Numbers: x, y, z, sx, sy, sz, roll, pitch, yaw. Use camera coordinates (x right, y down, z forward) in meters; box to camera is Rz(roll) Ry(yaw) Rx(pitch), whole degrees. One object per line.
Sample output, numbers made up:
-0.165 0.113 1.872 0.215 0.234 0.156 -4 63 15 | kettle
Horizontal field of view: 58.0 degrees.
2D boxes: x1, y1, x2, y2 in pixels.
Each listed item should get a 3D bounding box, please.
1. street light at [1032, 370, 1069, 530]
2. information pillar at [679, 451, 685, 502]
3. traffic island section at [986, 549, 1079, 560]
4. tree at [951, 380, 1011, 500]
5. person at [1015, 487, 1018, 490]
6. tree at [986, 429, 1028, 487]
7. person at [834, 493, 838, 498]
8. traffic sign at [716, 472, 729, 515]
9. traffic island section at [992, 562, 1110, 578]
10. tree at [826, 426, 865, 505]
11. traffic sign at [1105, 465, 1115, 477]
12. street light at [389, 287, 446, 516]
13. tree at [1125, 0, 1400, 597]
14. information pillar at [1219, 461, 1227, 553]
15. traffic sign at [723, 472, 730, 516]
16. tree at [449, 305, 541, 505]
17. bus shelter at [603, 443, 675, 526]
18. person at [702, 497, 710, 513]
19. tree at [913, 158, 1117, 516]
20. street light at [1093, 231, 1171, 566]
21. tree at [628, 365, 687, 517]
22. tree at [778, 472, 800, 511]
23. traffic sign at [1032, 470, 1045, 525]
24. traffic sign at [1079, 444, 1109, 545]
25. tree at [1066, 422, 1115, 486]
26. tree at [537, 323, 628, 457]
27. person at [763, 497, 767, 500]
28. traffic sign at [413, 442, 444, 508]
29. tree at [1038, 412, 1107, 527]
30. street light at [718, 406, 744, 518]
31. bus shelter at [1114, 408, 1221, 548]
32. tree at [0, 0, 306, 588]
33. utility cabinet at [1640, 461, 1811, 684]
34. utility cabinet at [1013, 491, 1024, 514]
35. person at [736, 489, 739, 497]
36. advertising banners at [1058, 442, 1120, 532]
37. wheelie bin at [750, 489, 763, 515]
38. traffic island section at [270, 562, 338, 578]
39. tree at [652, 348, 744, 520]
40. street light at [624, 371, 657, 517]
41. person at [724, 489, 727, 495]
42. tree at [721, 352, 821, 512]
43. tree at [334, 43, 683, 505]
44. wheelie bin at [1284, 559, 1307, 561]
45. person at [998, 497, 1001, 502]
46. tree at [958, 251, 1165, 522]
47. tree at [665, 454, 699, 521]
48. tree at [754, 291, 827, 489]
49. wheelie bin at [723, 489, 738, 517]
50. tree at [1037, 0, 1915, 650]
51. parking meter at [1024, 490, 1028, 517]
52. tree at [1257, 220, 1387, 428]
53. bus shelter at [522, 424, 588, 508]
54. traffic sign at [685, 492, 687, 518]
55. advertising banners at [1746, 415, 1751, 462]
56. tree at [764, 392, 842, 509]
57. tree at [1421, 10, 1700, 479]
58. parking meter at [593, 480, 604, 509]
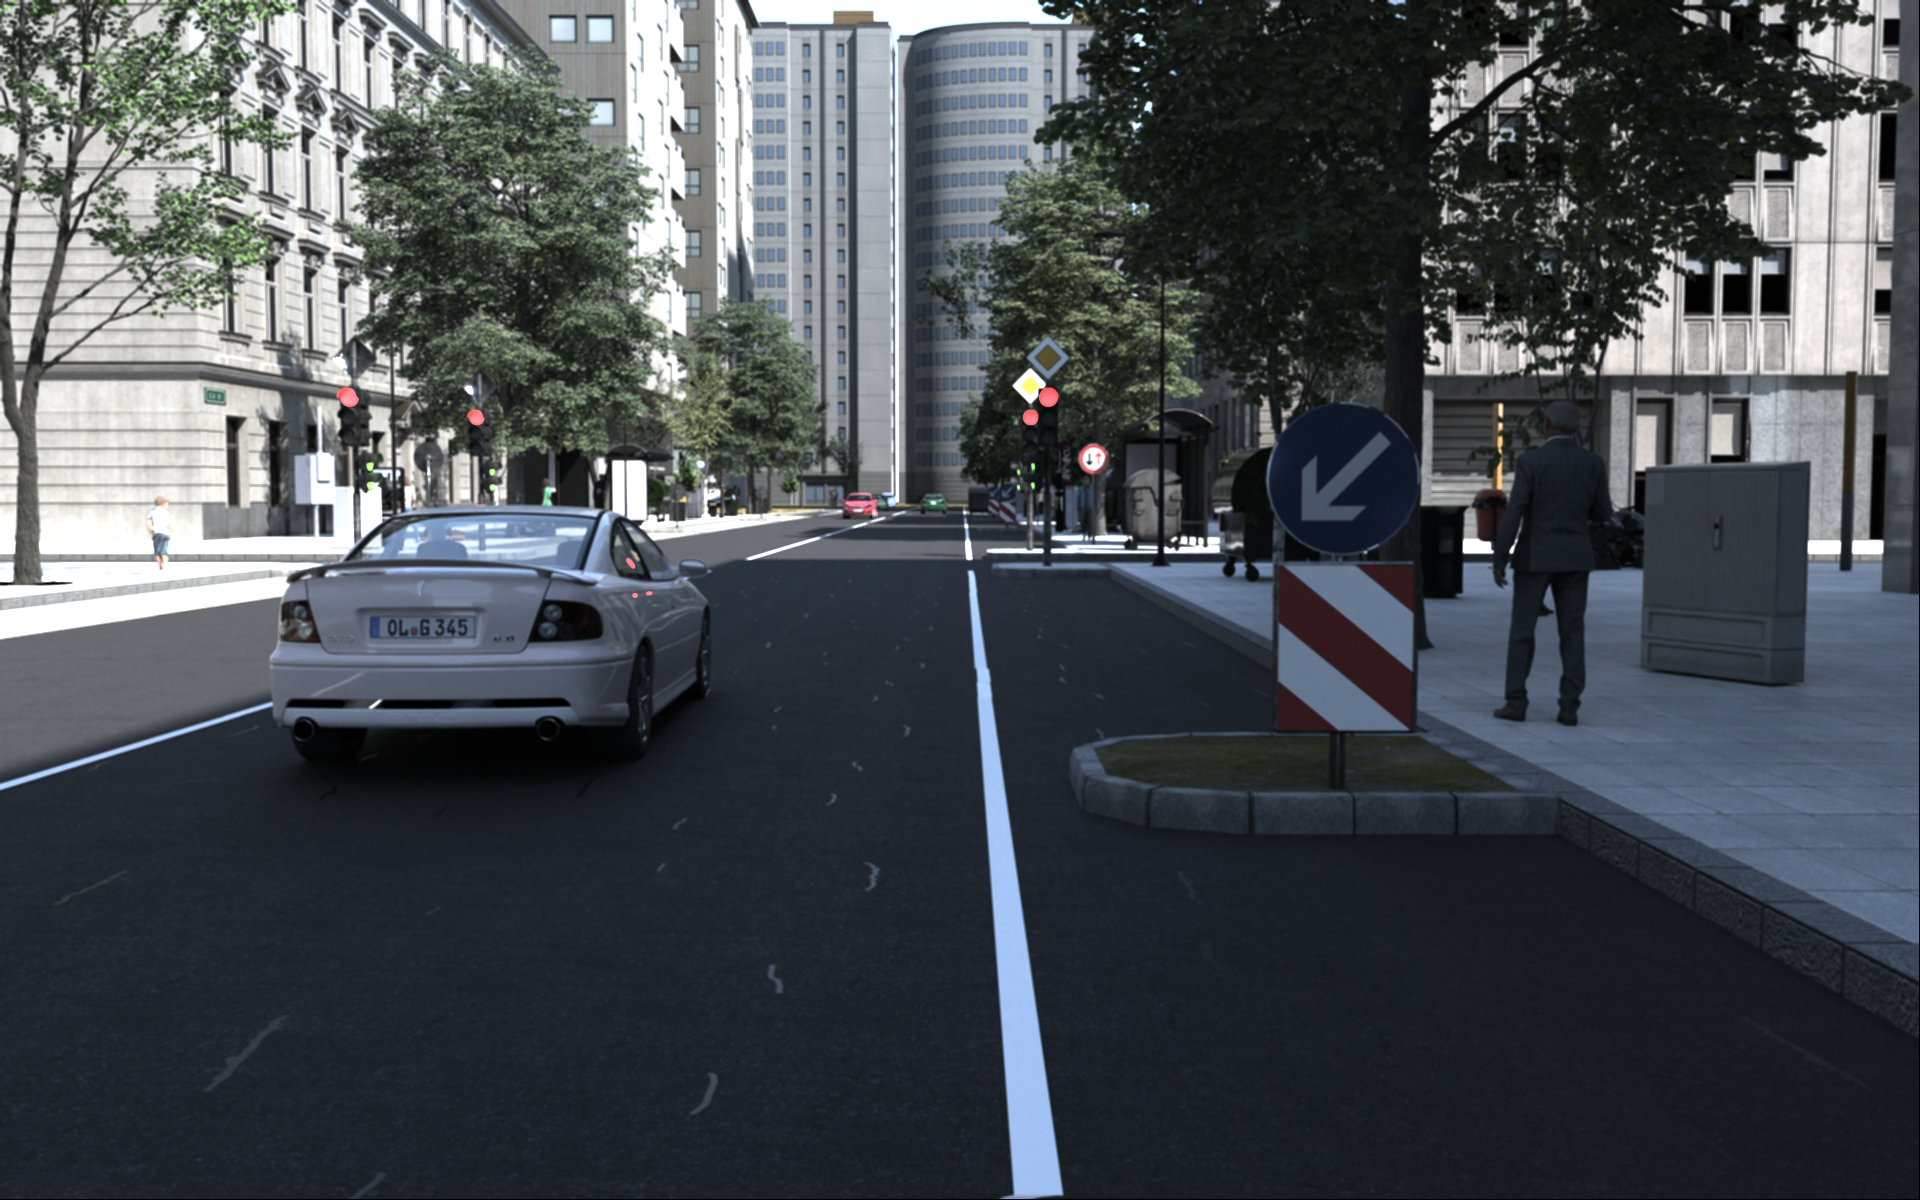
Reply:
3.154 -5.433 61.369 1.470 5.913 1.316 0 3 0 | street light
-15.148 -6.305 94.435 0.183 3.616 0.504 1 4 23 | information pillar
1.589 -1.016 38.886 2.009 0.180 2.903 0 3 0 | traffic island section
3.813 -17.163 187.275 9.857 13.997 8.962 0 3 0 | tree
4.226 -7.549 129.547 0.705 1.814 1.350 0 4 -6 | person
5.050 -12.461 154.103 4.737 8.622 4.395 0 3 0 | tree
-13.402 -10.899 184.696 0.568 1.767 0.683 3 5 40 | person
-13.445 -5.979 97.866 0.768 2.556 0.104 1 4 8 | traffic sign
1.578 -0.527 30.901 2.009 0.180 2.903 0 3 0 | traffic island section
-12.378 -14.488 187.237 4.360 8.622 3.978 0 3 0 | tree
5.205 -3.840 62.519 0.795 2.593 0.064 1 4 9 | traffic sign
-12.198 -4.059 38.909 1.470 5.913 1.316 0 3 0 | street light
4.184 -4.331 21.180 4.737 8.622 4.395 0 3 0 | tree
5.906 -2.054 38.077 0.304 2.012 0.304 -1 4 -20 | information pillar
-13.766 -6.166 100.912 0.768 2.556 0.104 0 4 8 | traffic sign
-17.541 -7.029 65.293 4.737 8.622 4.395 0 3 0 | tree
-13.272 -4.764 71.819 2.014 3.302 5.546 0 3 0 | bus shelter
-17.022 -6.849 118.017 0.705 1.826 1.348 3 5 39 | person
3.390 -14.978 100.775 12.611 20.169 13.585 0 3 0 | tree
3.041 -3.558 30.715 1.470 5.913 1.316 0 3 0 | street light
-17.487 -8.995 97.426 4.360 8.622 3.978 0 3 0 | tree
-13.046 -8.370 131.442 1.663 3.219 1.824 0 3 0 | tree
3.240 -4.270 71.940 0.606 2.300 0.079 0 4 4 | traffic sign
3.393 -2.681 43.938 0.768 2.556 0.104 0 4 4 | traffic sign
8.752 -9.908 112.363 4.360 8.622 3.978 0 3 0 | tree
-16.607 -7.504 73.061 4.360 8.622 3.978 0 3 0 | tree
-17.156 -8.887 152.062 1.217 1.735 0.721 -2 4 -33 | person
-12.959 -2.577 42.240 0.768 2.556 0.104 0 4 6 | traffic sign
4.306 -5.200 68.726 4.285 4.588 4.351 0 3 0 | tree
-12.138 -7.296 91.828 1.470 5.913 1.316 0 3 0 | street light
5.138 -3.040 43.634 2.014 3.302 5.546 0 3 0 | bus shelter
-13.022 -6.000 23.858 9.928 11.665 9.643 0 3 0 | tree
5.293 -0.206 12.054 0.318 1.500 1.173 -1 4 -23 | utility cabinet
3.971 -6.292 111.547 1.173 1.500 0.318 2 4 26 | utility cabinet
-19.664 -8.914 152.310 0.721 1.766 1.217 -1 4 -16 | person
4.319 -3.786 58.091 2.074 3.025 0.090 0 4 1 | advertising banners
-12.531 -6.060 106.991 0.980 1.594 0.693 0 4 5 | wheelie bin
-10.763 -0.529 30.923 2.009 0.180 2.903 0 3 0 | traffic island section
-12.970 -8.322 86.424 4.737 8.622 4.395 0 3 0 | tree
-12.126 -5.687 65.528 1.470 5.913 1.316 0 3 0 | street light
-18.987 -8.109 139.448 1.217 1.723 0.721 2 4 32 | person
-13.646 -12.175 124.813 9.928 11.665 9.643 0 3 0 | tree
-12.724 -8.748 49.687 9.857 13.997 8.962 0 3 0 | tree
5.805 -1.347 29.927 0.693 1.594 0.980 2 4 24 | wheelie bin
3.706 -9.257 158.219 0.721 1.723 1.217 0 4 7 | person
4.706 -9.953 79.747 9.611 12.733 9.660 0 3 0 | tree
-12.826 -5.343 81.951 1.663 3.219 1.824 0 3 0 | tree
-13.197 -12.313 107.973 9.857 13.997 8.962 0 3 0 | tree
-13.042 -5.555 98.724 0.980 1.594 0.693 3 5 41 | wheelie bin
3.771 -5.841 13.630 7.486 12.596 7.792 0 3 0 | tree
3.739 -5.382 96.409 0.372 1.533 0.369 0 3 0 | parking meter
8.816 -5.526 40.720 4.360 8.622 3.978 0 3 0 | tree
-14.216 -4.251 60.782 1.731 3.624 6.357 0 4 0 | bus shelter
-14.558 -5.622 92.029 0.768 2.556 0.104 0 4 6 | traffic sign
17.769 -2.635 39.264 0.090 3.025 2.074 1 4 20 | advertising banners
-13.840 -13.073 148.149 8.767 10.594 7.601 3 4 38 | tree
9.355 -4.641 26.241 4.737 8.622 4.395 0 3 0 | tree
-14.669 -3.949 70.277 0.399 1.863 0.255 -1 4 -22 | parking meter
